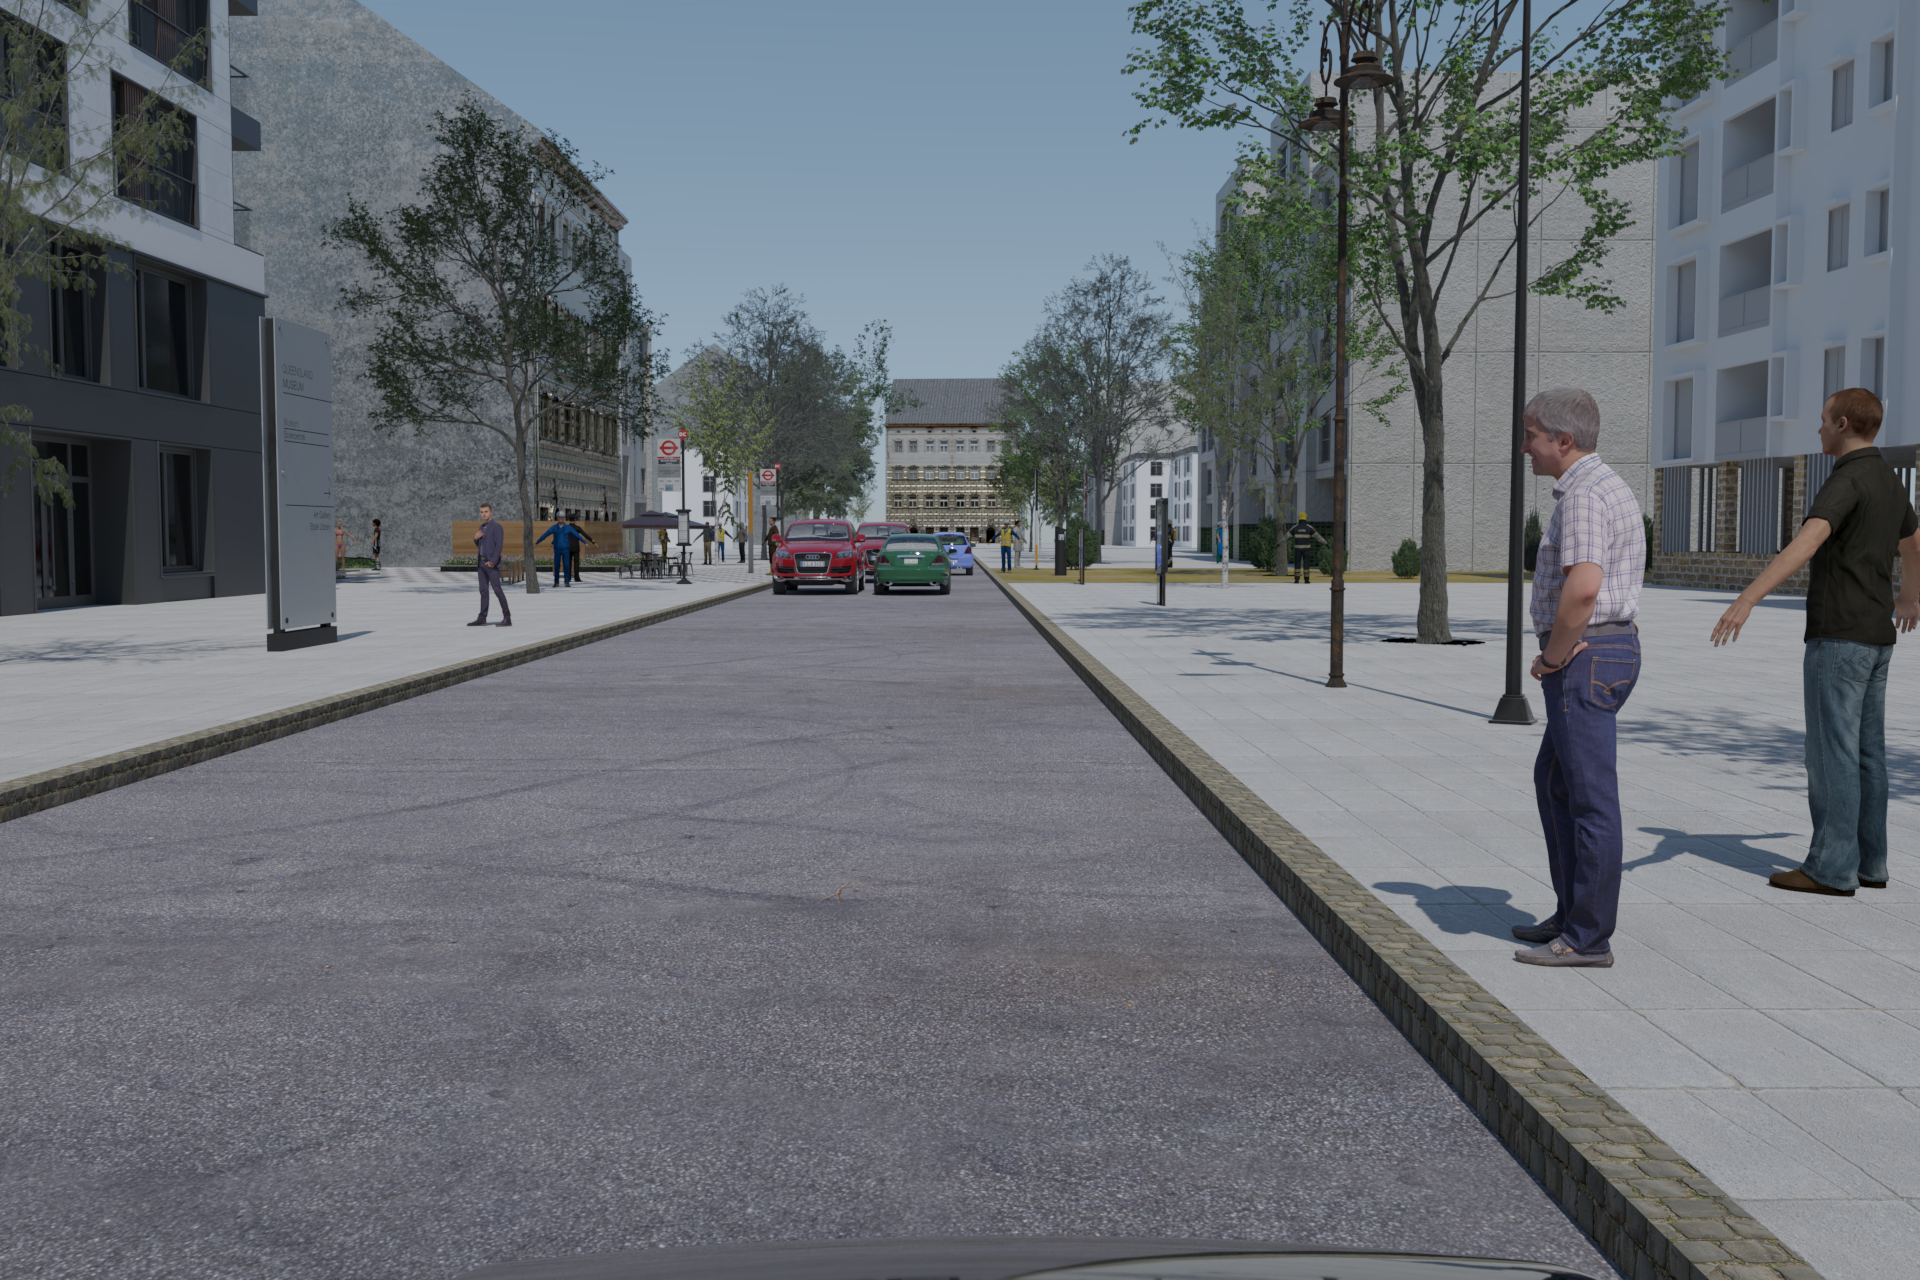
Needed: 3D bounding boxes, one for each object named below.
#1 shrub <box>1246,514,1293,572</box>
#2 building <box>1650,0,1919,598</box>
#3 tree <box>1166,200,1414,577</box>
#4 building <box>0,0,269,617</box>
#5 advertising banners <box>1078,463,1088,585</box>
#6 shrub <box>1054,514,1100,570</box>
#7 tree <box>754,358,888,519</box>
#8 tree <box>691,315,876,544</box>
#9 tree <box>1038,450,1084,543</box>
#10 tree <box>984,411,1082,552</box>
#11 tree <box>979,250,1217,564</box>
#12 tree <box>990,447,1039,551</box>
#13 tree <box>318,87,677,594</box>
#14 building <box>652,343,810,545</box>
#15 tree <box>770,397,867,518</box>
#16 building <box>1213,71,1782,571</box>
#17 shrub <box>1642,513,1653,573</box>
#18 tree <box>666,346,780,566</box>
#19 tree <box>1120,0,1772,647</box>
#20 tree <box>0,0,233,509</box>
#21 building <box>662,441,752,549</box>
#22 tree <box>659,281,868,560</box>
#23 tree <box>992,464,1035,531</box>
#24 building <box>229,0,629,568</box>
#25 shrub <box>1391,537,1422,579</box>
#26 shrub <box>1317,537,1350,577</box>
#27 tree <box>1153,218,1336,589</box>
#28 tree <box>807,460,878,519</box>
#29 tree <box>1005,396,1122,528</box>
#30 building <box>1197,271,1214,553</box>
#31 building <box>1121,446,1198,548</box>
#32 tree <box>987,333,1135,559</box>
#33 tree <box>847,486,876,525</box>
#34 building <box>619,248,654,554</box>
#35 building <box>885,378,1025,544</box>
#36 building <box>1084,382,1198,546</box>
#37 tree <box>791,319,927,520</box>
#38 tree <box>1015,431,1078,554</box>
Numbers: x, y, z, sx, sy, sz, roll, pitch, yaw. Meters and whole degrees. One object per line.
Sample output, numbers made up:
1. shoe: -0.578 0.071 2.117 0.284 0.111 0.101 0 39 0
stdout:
1. shrub: 10.527 -3.332 58.901 1.690 2.028 1.600 0 3 0
2. building: 22.443 -11.309 41.322 16.016 20.090 11.380 0 4 -1
3. tree: 9.908 -7.745 52.386 9.928 11.665 9.643 0 3 0
4. building: -28.756 -10.803 20.604 27.936 21.610 32.646 0 4 0
5. advertising banners: 3.113 -2.917 43.889 0.090 3.025 2.074 0 3 0
6. shrub: 4.172 -3.501 61.656 1.690 2.028 1.600 0 3 0
7. tree: -9.678 -12.854 116.819 9.857 13.997 8.962 0 3 0
8. tree: -10.212 -11.493 98.276 12.009 13.543 11.850 0 3 0
9. tree: 15.012 -20.389 240.010 9.857 13.997 8.962 0 3 0
10. tree: 5.309 -11.482 122.135 7.601 10.594 8.767 -2 4 -26
11. tree: 6.103 -10.036 74.459 12.009 13.543 11.850 0 3 0
12. tree: 4.638 -11.150 132.664 4.737 8.622 4.395 0 3 0
13. tree: -9.531 -6.273 36.980 7.601 10.594 8.767 0 4 0
14. building: -28.227 -23.098 208.579 19.493 23.208 18.063 0 4 0
15. tree: -10.679 -12.433 129.042 9.928 11.665 9.643 0 3 0
16. building: 21.716 -12.754 74.981 16.747 18.905 31.486 0 4 0
17. shrub: 22.901 -3.271 57.904 1.690 2.028 1.600 0 3 0
18. tree: -9.479 -7.253 68.945 4.737 8.622 4.395 0 3 0
19. tree: 5.392 -5.765 20.013 9.928 11.665 9.643 0 3 0
20. tree: -9.543 -3.977 15.380 4.360 8.622 3.978 0 3 0
21. building: -24.813 -13.925 169.824 9.099 9.664 28.070 0 4 0
22. tree: -9.516 -10.640 84.341 12.009 13.543 11.850 0 3 0
23. tree: 5.083 -12.333 152.010 4.360 8.622 3.978 0 3 0
24. building: -25.552 -14.896 74.473 19.493 23.208 18.063 0 4 -1
25. shrub: 12.808 -2.350 49.537 1.383 1.207 1.383 0 3 0
26. shrub: 11.196 -2.500 51.996 1.383 1.207 1.383 0 3 0
27. tree: 6.182 -5.518 40.581 4.360 8.622 3.978 0 3 0
28. tree: -10.242 -12.428 137.611 8.767 10.594 7.601 1 4 16
29. tree: 6.025 -10.017 98.186 7.601 10.594 8.767 -2 4 -34
30. building: 25.378 -14.696 106.731 16.747 18.905 31.486 0 4 -1
31. building: 22.596 -14.467 178.674 9.099 9.664 28.070 0 4 -1
32. tree: 5.242 -9.959 88.591 9.928 11.665 9.643 0 3 0
33. tree: -13.946 -17.868 242.497 4.737 8.622 4.395 0 3 0
34. building: -29.300 -14.463 102.928 16.747 18.905 31.486 0 4 -1
35. building: -0.322 -25.043 242.838 18.063 23.208 19.493 0 4 5
36. building: 24.548 -20.979 209.471 16.747 18.905 31.486 0 4 0
37. tree: -8.699 -18.065 151.253 12.611 20.169 13.585 0 3 0
38. tree: 5.260 -9.738 109.576 4.737 8.622 4.395 0 3 0
